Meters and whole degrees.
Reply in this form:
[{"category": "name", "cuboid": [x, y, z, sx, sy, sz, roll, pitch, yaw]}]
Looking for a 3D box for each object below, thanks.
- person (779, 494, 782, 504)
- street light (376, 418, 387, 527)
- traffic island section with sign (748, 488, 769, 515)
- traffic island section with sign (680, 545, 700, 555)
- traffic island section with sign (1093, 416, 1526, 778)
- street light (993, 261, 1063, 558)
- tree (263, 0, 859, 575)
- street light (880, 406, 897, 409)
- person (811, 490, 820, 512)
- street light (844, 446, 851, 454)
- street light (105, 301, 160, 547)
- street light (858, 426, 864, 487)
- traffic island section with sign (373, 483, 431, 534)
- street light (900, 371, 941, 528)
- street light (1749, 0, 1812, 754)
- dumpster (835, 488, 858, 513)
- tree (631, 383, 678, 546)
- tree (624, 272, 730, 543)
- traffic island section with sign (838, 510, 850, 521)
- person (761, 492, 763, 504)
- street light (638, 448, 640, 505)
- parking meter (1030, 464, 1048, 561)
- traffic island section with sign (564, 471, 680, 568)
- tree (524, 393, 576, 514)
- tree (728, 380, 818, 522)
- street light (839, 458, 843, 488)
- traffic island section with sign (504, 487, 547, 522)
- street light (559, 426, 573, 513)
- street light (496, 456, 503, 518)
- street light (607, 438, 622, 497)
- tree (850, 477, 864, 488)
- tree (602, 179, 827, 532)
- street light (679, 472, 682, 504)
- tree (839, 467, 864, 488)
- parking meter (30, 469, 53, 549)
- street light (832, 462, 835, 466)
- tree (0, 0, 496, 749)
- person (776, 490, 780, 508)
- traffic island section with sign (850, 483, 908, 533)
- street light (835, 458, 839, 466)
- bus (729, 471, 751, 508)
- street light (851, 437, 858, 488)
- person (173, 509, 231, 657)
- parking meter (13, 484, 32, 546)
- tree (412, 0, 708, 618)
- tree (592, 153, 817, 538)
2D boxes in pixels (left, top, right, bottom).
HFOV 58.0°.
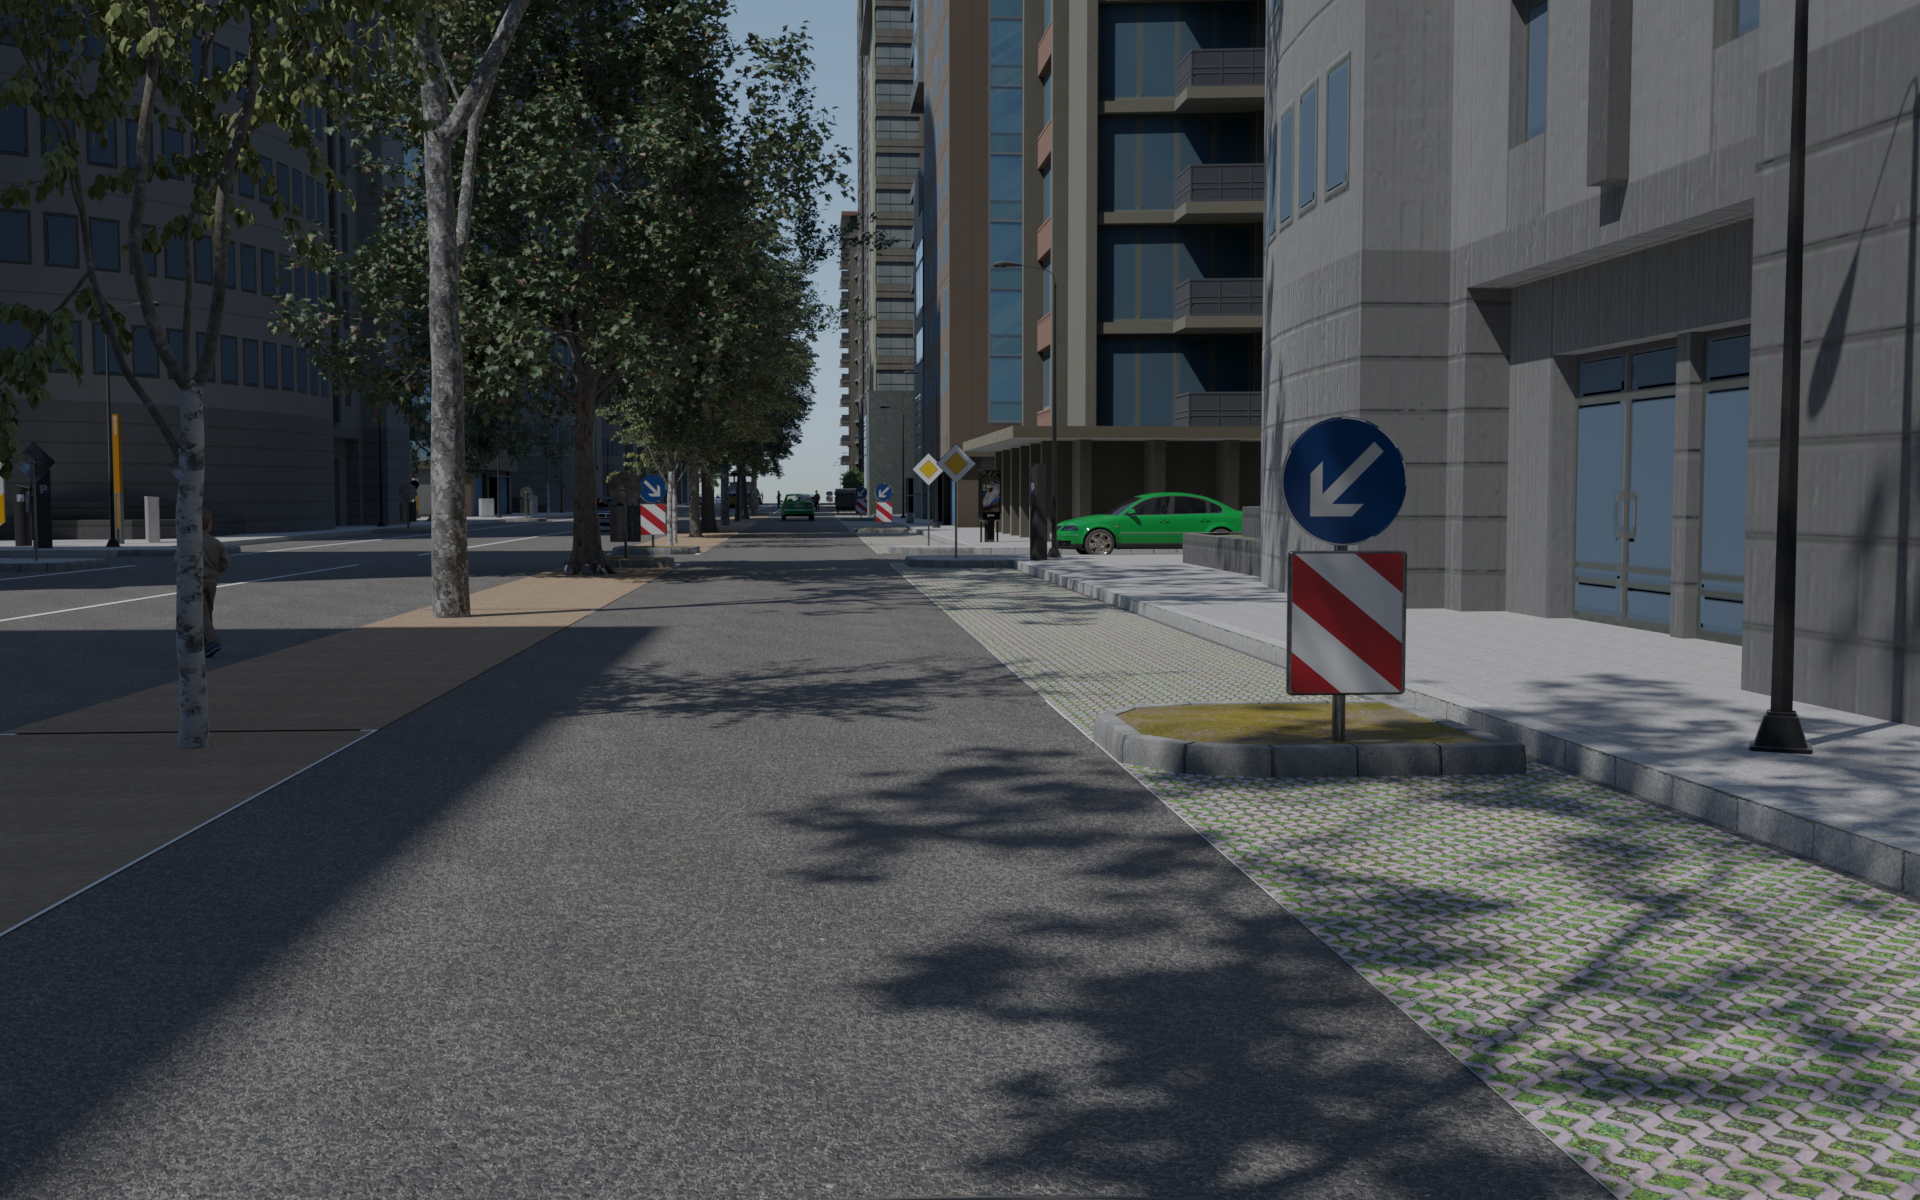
[{"category": "person", "cuboid": [-26.973, -15.288, 258.536, 0.705, 1.814, 1.350, -3, 5, -41]}, {"category": "street light", "cuboid": [-22.155, -5.826, 67.801, 1.470, 5.913, 1.316, 0, 4, -5]}, {"category": "traffic island section with sign", "cuboid": [-13.874, -6.637, 116.648, 2.006, 1.907, 1.989, 0, 4, -5]}, {"category": "traffic island section with sign", "cuboid": [-7.351, -2.058, 41.792, 2.006, 1.907, 1.989, 0, 4, -5]}, {"category": "traffic island section with sign", "cuboid": [1.801, -0.062, 9.647, 1.989, 1.847, 2.006, 0, 4, -5]}, {"category": "street light", "cuboid": [1.360, -3.805, 34.745, 1.470, 5.913, 1.316, 0, 4, -5]}, {"category": "tree", "cuboid": [-6.613, -6.778, 30.288, 9.611, 12.733, 9.660, 0, 3, 0]}, {"category": "street light", "cuboid": [-3.541, -7.280, 91.569, 1.470, 5.913, 1.316, 0, 4, -5]}, {"category": "person", "cuboid": [-11.856, -8.119, 141.778, 0.750, 1.759, 0.617, -3, 4, -37]}, {"category": "street light", "cuboid": [-10.194, -11.919, 167.409, 1.470, 5.913, 1.316, 0, 4, -5]}, {"category": "street light", "cuboid": [-19.960, -4.235, 41.782, 1.470, 5.913, 1.316, 0, 4, -5]}, {"category": "street light", "cuboid": [-5.974, -8.870, 117.567, 1.470, 5.913, 1.316, 0, 4, -5]}, {"category": "traffic island section with sign", "cuboid": [-20.404, -3.375, 63.817, 1.989, 1.847, 2.006, 0, 4, -5]}, {"category": "street light", "cuboid": [-1.426, -5.688, 65.543, 1.470, 5.913, 1.316, 0, 4, -5]}, {"category": "street light", "cuboid": [3.585, -2.199, 8.488, 1.470, 5.913, 1.316, 0, 4, -5]}, {"category": "dumpster", "cuboid": [-8.565, -7.522, 131.200, 1.865, 1.857, 1.264, 0, 4, -6]}, {"category": "tree", "cuboid": [-7.588, -5.635, 44.959, 4.737, 8.622, 4.395, 0, 3, 0]}, {"category": "tree", "cuboid": [-8.202, -5.917, 49.563, 4.360, 8.622, 3.978, 0, 3, 0]}, {"category": "traffic island section with sign", "cuboid": [-5.369, -5.092, 91.881, 1.989, 1.847, 2.006, 0, 4, -5]}, {"category": "person", "cuboid": [-27.481, -14.193, 241.240, 0.721, 1.739, 1.217, -2, 4, -32]}, {"category": "street light", "cuboid": [-31.122, -12.103, 170.424, 1.470, 5.913, 1.316, 0, 4, -5]}, {"category": "parking meter", "cuboid": [1.521, -1.699, 33.496, 0.255, 1.863, 0.399, -1, 4, -15]}, {"category": "traffic island section with sign", "cuboid": [-6.718, -1.607, 34.411, 2.006, 1.907, 1.989, 0, 4, -5]}, {"category": "tree", "cuboid": [-26.783, -9.972, 113.412, 4.360, 8.622, 3.978, 0, 3, 0]}, {"category": "tree", "cuboid": [-11.548, -9.307, 89.044, 8.767, 10.594, 7.601, 0, 4, -5]}, {"category": "street light", "cuboid": [-12.428, -13.510, 193.424, 1.470, 5.913, 1.316, 0, 4, -5]}, {"category": "traffic island section with sign", "cuboid": [-22.761, -5.029, 90.849, 1.989, 1.847, 2.006, 0, 4, -5]}, {"category": "street light", "cuboid": [-26.448, -8.846, 117.168, 1.470, 5.913, 1.316, 0, 4, -5]}, {"category": "street light", "cuboid": [-24.464, -7.417, 93.810, 1.470, 5.913, 1.316, 0, 4, -5]}, {"category": "street light", "cuboid": [-28.684, -10.468, 143.689, 1.470, 5.913, 1.316, 0, 4, -5]}, {"category": "tree", "cuboid": [-11.698, -12.660, 201.587, 1.663, 3.219, 1.824, 0, 3, 0]}, {"category": "tree", "cuboid": [-9.430, -9.515, 64.678, 9.857, 13.997, 8.962, 0, 3, 0]}, {"category": "street light", "cuboid": [-35.994, -15.520, 226.298, 1.470, 5.913, 1.316, 0, 4, -5]}, {"category": "tree", "cuboid": [-12.701, -13.512, 204.640, 4.285, 4.588, 4.351, 0, 3, 0]}, {"category": "parking meter", "cuboid": [-21.690, -2.151, 40.883, 0.255, 1.863, 0.399, 3, 5, 39]}, {"category": "street light", "cuboid": [-19.648, -18.578, 276.283, 1.470, 5.913, 1.316, 0, 4, -5]}, {"category": "tree", "cuboid": [-4.373, -3.480, 9.724, 4.737, 8.622, 4.395, 0, 3, 0]}, {"category": "person", "cuboid": [-18.969, -10.525, 180.589, 0.705, 1.822, 1.348, -1, 4, -20]}, {"category": "traffic island section with sign", "cuboid": [-2.972, -3.416, 64.485, 1.989, 1.847, 2.006, 0, 4, -5]}, {"category": "street light", "cuboid": [-15.136, -15.395, 224.256, 1.470, 5.913, 1.316, 0, 4, -5]}, {"category": "bus", "cuboid": [-22.481, -11.461, 178.933, 2.896, 3.916, 12.252, 0, 4, -4]}, {"category": "street light", "cuboid": [-7.907, -10.328, 141.398, 1.470, 5.913, 1.316, 0, 4, -5]}, {"category": "person", "cuboid": [-6.692, -0.153, 15.276, 0.640, 1.303, 0.475, 3, 5, 40]}, {"category": "parking meter", "cuboid": [-23.078, -2.094, 42.651, 0.372, 1.533, 0.369, 0, 3, 0]}, {"category": "tree", "cuboid": [-4.609, -9.808, 18.710, 12.611, 20.169, 13.585, 0, 3, 0]}, {"category": "tree", "cuboid": [-8.543, -8.283, 56.010, 7.486, 12.596, 7.792, 0, 3, 0]}]
